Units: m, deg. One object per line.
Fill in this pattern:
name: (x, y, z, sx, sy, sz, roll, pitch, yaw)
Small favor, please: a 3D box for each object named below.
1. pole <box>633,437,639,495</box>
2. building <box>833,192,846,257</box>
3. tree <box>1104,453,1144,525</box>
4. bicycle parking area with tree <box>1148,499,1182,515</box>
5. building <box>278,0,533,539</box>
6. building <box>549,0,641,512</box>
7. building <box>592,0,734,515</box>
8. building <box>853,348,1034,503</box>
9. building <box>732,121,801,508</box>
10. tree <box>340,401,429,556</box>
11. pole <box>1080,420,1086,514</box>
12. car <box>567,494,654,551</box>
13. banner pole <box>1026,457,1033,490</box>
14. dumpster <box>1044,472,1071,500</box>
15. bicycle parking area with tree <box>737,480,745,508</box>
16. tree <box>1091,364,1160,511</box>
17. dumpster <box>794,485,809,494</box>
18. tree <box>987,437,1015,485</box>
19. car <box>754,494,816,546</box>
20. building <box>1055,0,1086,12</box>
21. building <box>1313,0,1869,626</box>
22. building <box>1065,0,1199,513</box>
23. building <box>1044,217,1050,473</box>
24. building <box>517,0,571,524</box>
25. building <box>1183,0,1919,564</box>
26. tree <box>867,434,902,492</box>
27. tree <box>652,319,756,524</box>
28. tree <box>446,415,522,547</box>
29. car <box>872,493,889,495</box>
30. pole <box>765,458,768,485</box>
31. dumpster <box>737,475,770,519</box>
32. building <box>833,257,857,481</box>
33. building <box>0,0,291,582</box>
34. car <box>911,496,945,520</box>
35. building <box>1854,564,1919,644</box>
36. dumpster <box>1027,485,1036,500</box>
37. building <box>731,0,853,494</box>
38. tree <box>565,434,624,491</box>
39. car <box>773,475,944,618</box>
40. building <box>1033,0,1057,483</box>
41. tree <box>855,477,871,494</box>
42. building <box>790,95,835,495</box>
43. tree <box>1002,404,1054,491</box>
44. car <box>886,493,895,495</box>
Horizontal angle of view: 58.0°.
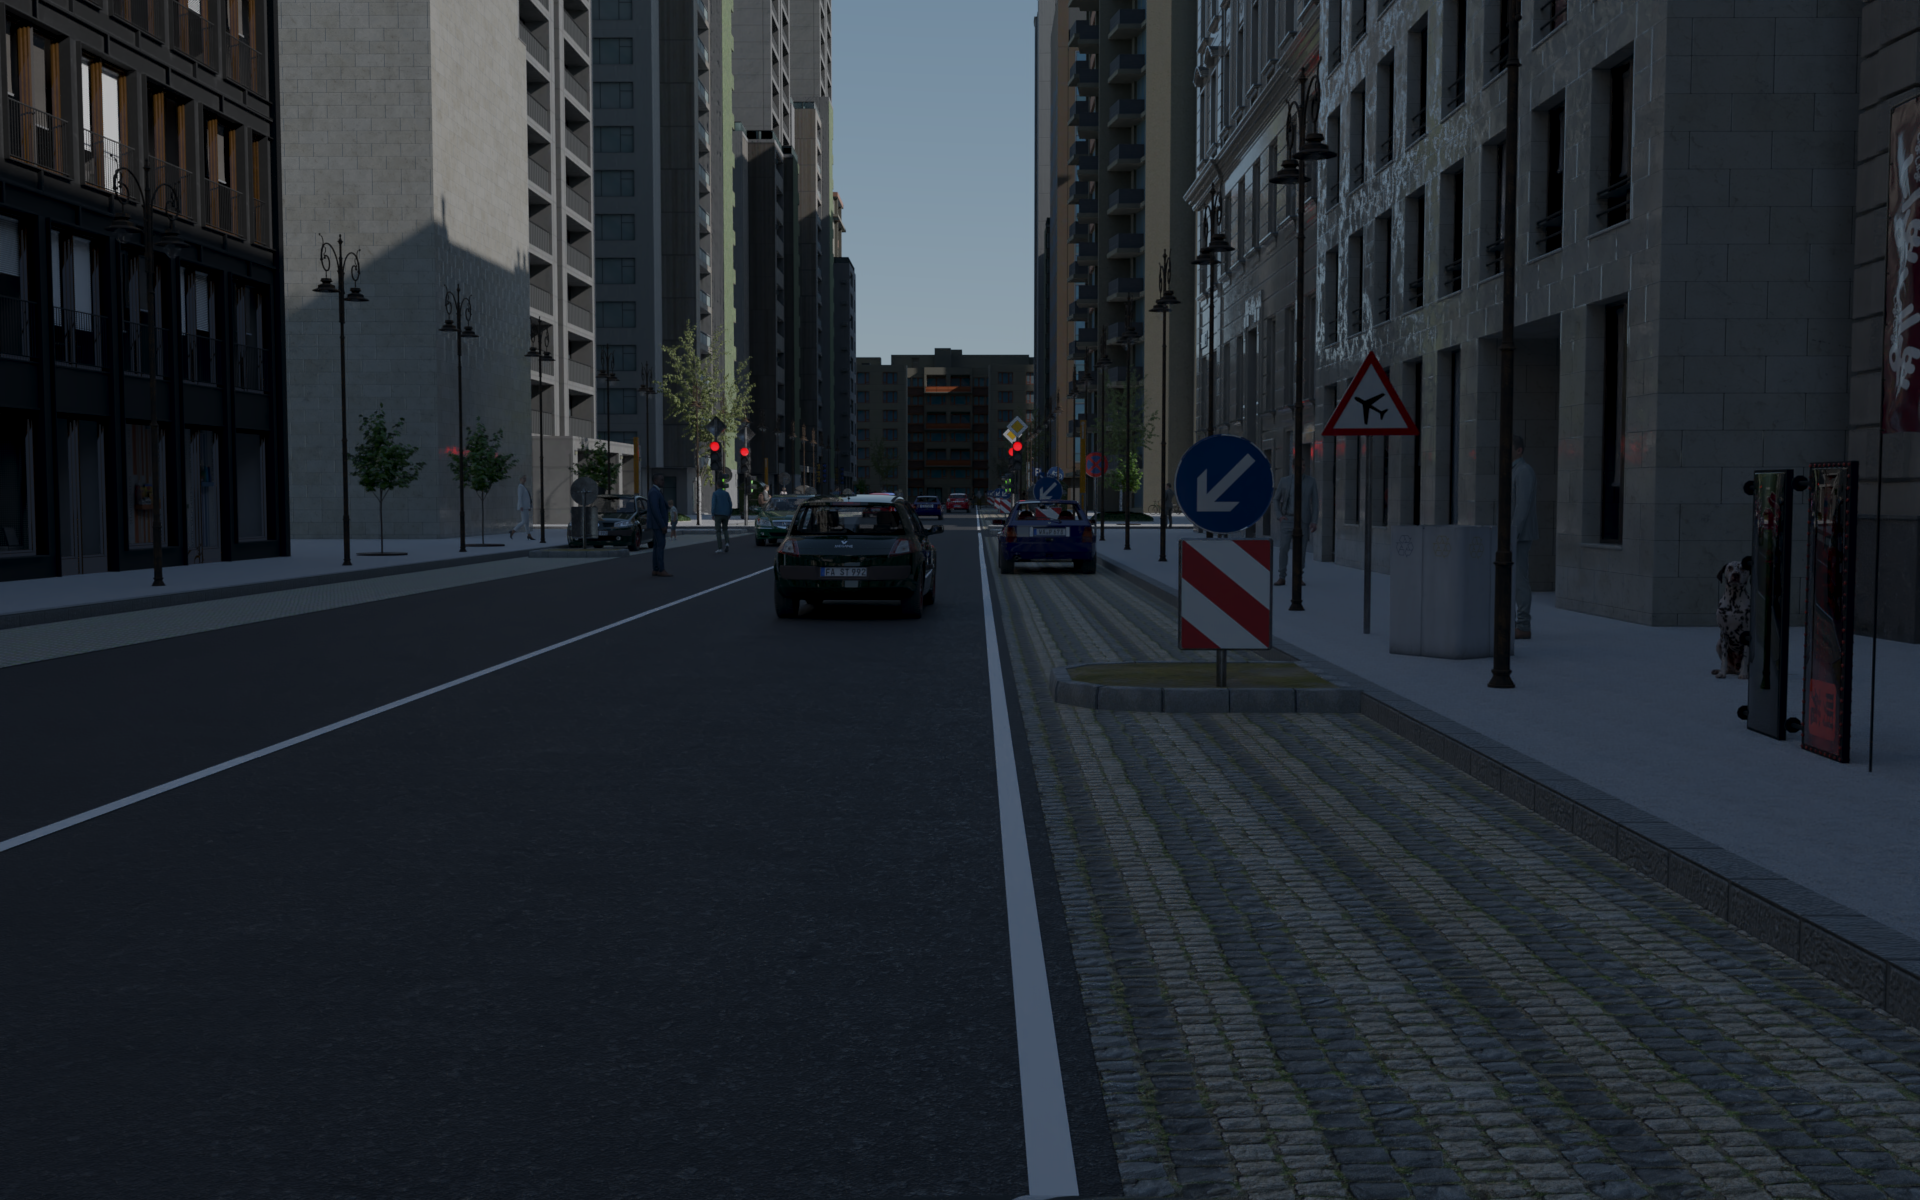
pole: (-11.588, -4.172, 62.052, 0.158, 3.312, 0.155, 0, 3, 0)
building: (-30.812, -35.934, 242.148, 28.867, 44.769, 22.147, 0, 4, 1)
tree: (7.030, -4.726, 71.872, 1.663, 3.219, 1.824, 0, 3, 0)
bicycle parking area with tree: (16.789, -7.320, 106.691, 9.016, 4.147, 8.231, -1, 4, -23)
building: (-23.150, -12.181, 53.904, 16.860, 20.320, 10.420, 0, 4, 1)
building: (-23.654, -43.820, 154.706, 20.563, 71.187, 20.611, 0, 4, 1)
building: (-21.921, -25.920, 107.388, 14.154, 41.232, 14.086, 0, 4, 1)
building: (-1.515, -24.471, 245.137, 28.899, 21.520, 27.650, 0, 4, 1)
building: (-20.403, -22.374, 137.521, 14.160, 30.474, 14.107, 0, 4, 1)
tree: (-12.064, -2.537, 36.087, 1.663, 3.219, 1.824, 0, 3, 0)
pole: (3.393, -3.298, 47.761, 0.158, 3.312, 0.155, 0, 3, 0)
car: (-8.836, -2.110, 44.293, 2.009, 1.686, 4.222, 0, 4, 1)
banner pole: (4.789, -7.845, 118.284, 0.401, 3.779, 0.863, -3, 4, -39)
dumpster: (4.265, -4.679, 79.002, 1.502, 2.255, 1.985, 0, 4, 0)
bicycle parking area with tree: (-17.390, -8.335, 123.279, 8.231, 4.147, 9.016, -2, 4, -30)
tree: (9.299, -9.096, 99.080, 4.737, 8.622, 4.395, 0, 3, 0)
dumpster: (-10.516, -6.773, 116.492, 1.264, 1.857, 1.865, 0, 4, 0)
tree: (5.542, -16.479, 219.800, 4.360, 8.622, 3.978, 0, 3, 0)
car: (-4.733, -2.300, 49.402, 2.131, 1.459, 4.920, 0, 4, 1)
building: (15.184, -30.787, 153.484, 14.600, 45.320, 14.200, 0, 4, 1)
building: (11.954, -10.380, 24.463, 10.420, 20.320, 16.860, 0, 4, 1)
building: (19.352, -28.999, 128.760, 22.147, 44.769, 28.867, 0, 4, 1)
building: (15.784, -25.125, 182.489, 14.160, 30.474, 14.107, 0, 4, 1)
building: (-26.382, -39.325, 81.211, 20.563, 71.187, 20.611, 0, 4, 1)
building: (13.362, -15.163, 45.180, 12.463, 27.353, 25.104, 0, 4, 1)
tree: (-9.344, -15.851, 209.520, 4.737, 8.622, 4.395, 0, 3, 0)
tree: (-10.903, -7.555, 73.881, 4.737, 8.622, 4.395, 0, 3, 0)
tree: (-11.844, -2.928, 42.472, 1.663, 3.219, 1.824, 0, 3, 0)
car: (-5.039, -6.000, 107.143, 2.155, 1.783, 4.494, 0, 4, 2)
pole: (-10.936, -6.364, 97.891, 0.158, 3.312, 0.155, 0, 3, 0)
dumpster: (-10.605, -5.272, 88.691, 1.502, 2.255, 1.985, 0, 4, 0)
building: (-19.828, -26.910, 211.677, 14.107, 30.474, 14.160, 0, 4, 1)
building: (-19.947, -12.068, 26.986, 12.332, 23.373, 15.834, 0, 4, 1)
car: (-1.803, -5.156, 96.883, 1.945, 1.354, 3.894, 0, 4, 1)
building: (13.691, -12.595, 3.195, 12.463, 27.353, 25.104, 0, 4, 1)
dumpster: (4.488, -5.749, 99.754, 1.264, 1.857, 1.865, 0, 4, 1)
building: (-22.439, -46.030, 190.843, 20.563, 71.187, 20.611, 0, 4, 1)
tree: (-11.531, -3.736, 55.684, 1.663, 3.219, 1.824, 0, 3, 0)
car: (-1.225, -0.711, 21.411, 2.009, 1.686, 4.222, 0, 4, 2)
building: (19.158, -40.411, 202.725, 21.231, 58.520, 28.212, 0, 4, 1)
tree: (-9.966, -11.193, 177.600, 1.663, 3.219, 1.824, 0, 3, 0)
building: (-20.161, -29.948, 173.243, 14.154, 41.232, 14.086, 0, 4, 1)
tree: (5.520, -11.670, 141.166, 4.737, 8.622, 4.395, 0, 3, 0)
car: (-4.909, -6.437, 114.832, 1.945, 1.707, 3.694, 0, 4, -1)
